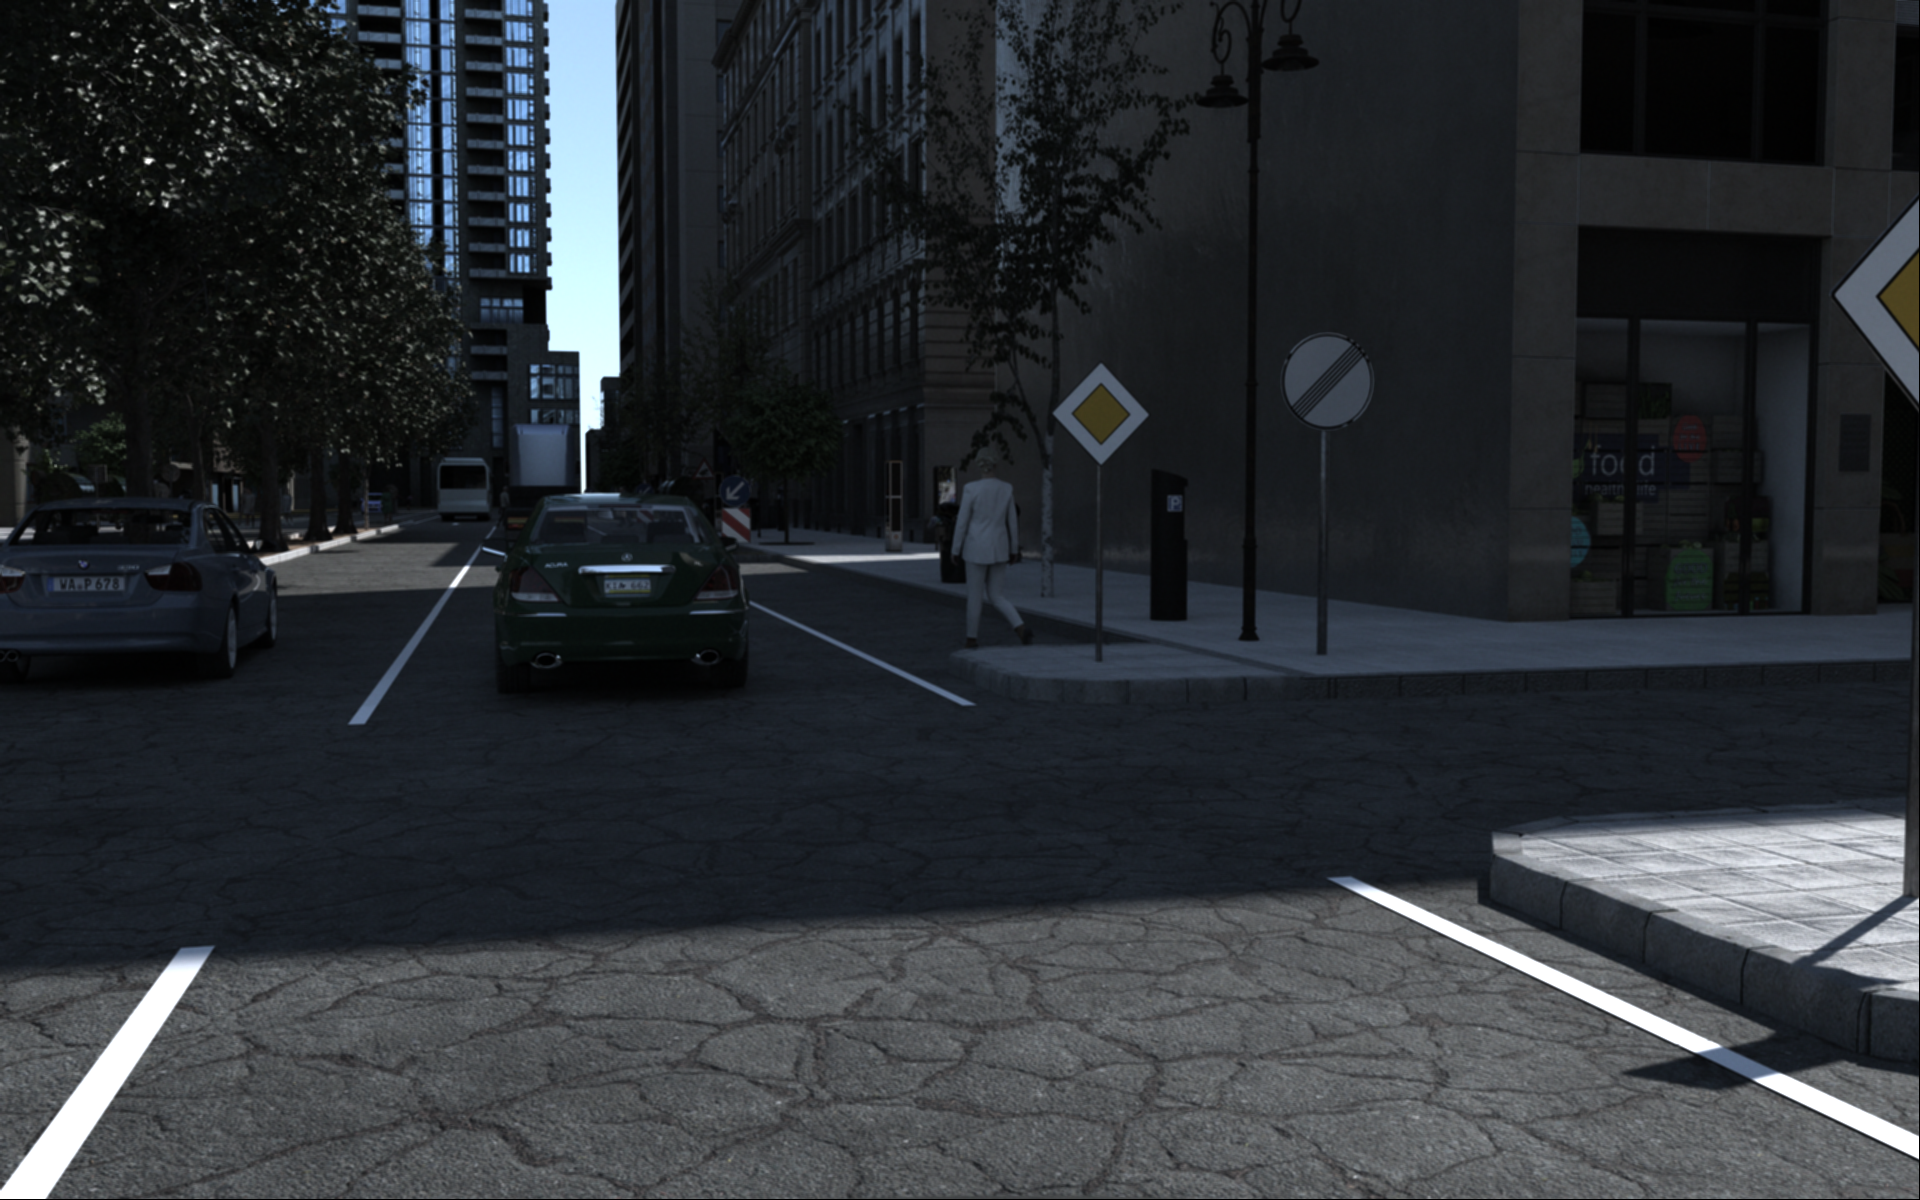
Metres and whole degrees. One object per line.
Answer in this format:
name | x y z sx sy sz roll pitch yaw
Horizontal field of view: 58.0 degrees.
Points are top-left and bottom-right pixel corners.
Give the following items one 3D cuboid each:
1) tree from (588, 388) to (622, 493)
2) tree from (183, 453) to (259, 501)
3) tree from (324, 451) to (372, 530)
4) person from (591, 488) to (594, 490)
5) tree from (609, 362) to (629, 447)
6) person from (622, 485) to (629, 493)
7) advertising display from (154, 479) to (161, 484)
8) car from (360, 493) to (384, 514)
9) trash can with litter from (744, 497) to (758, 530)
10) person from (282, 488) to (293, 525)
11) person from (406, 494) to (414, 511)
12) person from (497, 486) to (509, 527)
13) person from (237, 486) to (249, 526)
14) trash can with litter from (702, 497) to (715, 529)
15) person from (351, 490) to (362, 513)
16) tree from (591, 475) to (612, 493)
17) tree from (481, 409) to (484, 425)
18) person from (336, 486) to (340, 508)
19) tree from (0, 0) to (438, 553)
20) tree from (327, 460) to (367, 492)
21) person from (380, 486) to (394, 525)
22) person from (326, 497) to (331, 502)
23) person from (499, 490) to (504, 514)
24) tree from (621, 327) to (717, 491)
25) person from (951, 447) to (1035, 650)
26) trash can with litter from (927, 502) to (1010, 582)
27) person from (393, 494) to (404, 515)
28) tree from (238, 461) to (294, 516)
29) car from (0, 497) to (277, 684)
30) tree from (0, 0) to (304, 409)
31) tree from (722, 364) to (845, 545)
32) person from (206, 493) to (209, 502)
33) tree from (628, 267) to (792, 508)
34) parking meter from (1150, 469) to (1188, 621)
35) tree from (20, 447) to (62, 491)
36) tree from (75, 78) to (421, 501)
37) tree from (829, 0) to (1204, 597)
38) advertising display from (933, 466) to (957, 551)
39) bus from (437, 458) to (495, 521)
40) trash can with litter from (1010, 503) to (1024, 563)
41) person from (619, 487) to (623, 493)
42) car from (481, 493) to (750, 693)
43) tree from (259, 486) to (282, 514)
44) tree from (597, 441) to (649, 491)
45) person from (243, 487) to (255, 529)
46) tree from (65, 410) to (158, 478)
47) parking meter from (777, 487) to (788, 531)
tree | -23.783 -10.383 120.123 4.360 8.622 3.978 0 3 0
tree | -37.617 -8.280 85.748 4.737 8.622 4.395 0 3 0
tree | -23.746 -7.109 69.054 4.360 8.622 3.978 0 3 0
person | -24.775 -6.606 116.516 0.705 1.824 1.348 0 4 -8
tree | -16.481 -8.638 91.591 4.737 8.622 4.395 0 3 0
person | -14.687 -4.110 75.802 0.767 1.812 0.694 1 4 21
advertising display | -34.189 -4.160 73.225 0.974 1.923 0.123 1 4 22
car | -41.581 -6.942 123.087 1.945 1.707 3.694 -1 4 -15
trash can with litter | -7.510 -3.049 61.239 0.624 1.170 1.055 -2 4 -25
person | -30.929 -4.291 79.663 0.512 1.701 0.522 -1 4 -9
person | -47.729 -8.476 150.308 0.697 1.427 0.421 -2 4 -33
person | -19.711 -4.043 75.087 0.782 1.767 0.515 3 5 42
person | -31.878 -4.177 77.134 0.599 1.781 0.374 0 4 -2
trash can with litter | -8.735 -2.989 60.257 0.624 1.170 1.055 -1 4 -17
person | -45.368 -7.377 129.896 1.217 1.735 0.721 1 4 9
tree | -29.788 -9.196 144.958 1.663 3.219 1.824 0 3 0
tree | -19.586 -8.138 52.530 9.611 12.733 9.660 0 3 0
person | -27.516 -4.203 77.198 0.573 1.828 0.580 1 4 14
tree | -16.975 -7.516 42.344 9.611 12.733 9.660 0 3 0
tree | -52.592 -10.091 148.700 4.285 4.588 4.351 0 3 0
person | -26.678 -4.397 80.636 0.600 1.795 0.529 -2 4 -28
person | -40.618 -6.209 110.022 1.348 1.824 0.705 -3 5 -42
person | -32.525 -6.950 123.048 0.530 1.710 0.541 -1 4 -12
tree | -12.679 -7.686 76.032 4.360 8.622 3.978 0 3 0
person | 0.279 -0.409 15.071 0.818 1.842 0.514 3 5 41
trash can with litter | 0.089 -0.848 25.255 1.055 1.170 0.624 -3 5 -42
person | -39.200 -6.789 120.223 1.217 1.743 0.721 -1 4 -13
tree | -41.329 -7.314 103.297 4.285 4.588 4.351 0 3 0
car | -6.849 -0.153 14.509 2.014 1.417 4.499 -1 4 -15
tree | -9.680 -6.417 14.031 9.857 13.997 8.962 0 3 0
tree | -4.433 -3.700 44.203 4.285 4.588 4.351 0 3 0
person | -30.888 -3.792 70.594 0.850 1.850 0.679 -1 4 -20
tree | -7.237 -6.426 55.420 4.737 8.622 4.395 0 3 0
parking meter | 2.128 -0.564 17.630 0.372 1.533 0.369 0 3 0
tree | -32.725 -4.131 62.145 1.663 3.219 1.824 0 3 0
tree | -14.879 -5.939 33.974 8.767 10.594 7.601 -1 4 -14
tree | 0.859 -4.345 21.399 4.360 8.622 3.978 0 3 0
advertising display | -0.339 -2.106 39.653 0.123 1.923 0.974 2 4 26
bus | -27.056 -6.124 94.984 2.948 3.499 13.247 -1 4 -14
trash can with litter | 0.851 -1.291 32.500 0.624 1.170 1.055 1 4 11
person | -15.849 -4.413 81.130 0.782 1.767 0.515 2 4 30
car | -2.799 -0.137 14.043 2.131 1.459 4.920 -1 4 -13
tree | -43.750 -9.816 110.850 4.737 8.622 4.395 0 3 0
tree | -21.086 -7.631 108.476 4.285 4.588 4.351 0 3 0
person | -29.405 -3.819 71.699 0.466 1.731 0.760 -1 4 -17
tree | -33.067 -5.138 67.728 4.285 4.588 4.351 0 3 0
parking meter | -6.169 -3.176 60.336 0.372 1.533 0.369 0 3 0
